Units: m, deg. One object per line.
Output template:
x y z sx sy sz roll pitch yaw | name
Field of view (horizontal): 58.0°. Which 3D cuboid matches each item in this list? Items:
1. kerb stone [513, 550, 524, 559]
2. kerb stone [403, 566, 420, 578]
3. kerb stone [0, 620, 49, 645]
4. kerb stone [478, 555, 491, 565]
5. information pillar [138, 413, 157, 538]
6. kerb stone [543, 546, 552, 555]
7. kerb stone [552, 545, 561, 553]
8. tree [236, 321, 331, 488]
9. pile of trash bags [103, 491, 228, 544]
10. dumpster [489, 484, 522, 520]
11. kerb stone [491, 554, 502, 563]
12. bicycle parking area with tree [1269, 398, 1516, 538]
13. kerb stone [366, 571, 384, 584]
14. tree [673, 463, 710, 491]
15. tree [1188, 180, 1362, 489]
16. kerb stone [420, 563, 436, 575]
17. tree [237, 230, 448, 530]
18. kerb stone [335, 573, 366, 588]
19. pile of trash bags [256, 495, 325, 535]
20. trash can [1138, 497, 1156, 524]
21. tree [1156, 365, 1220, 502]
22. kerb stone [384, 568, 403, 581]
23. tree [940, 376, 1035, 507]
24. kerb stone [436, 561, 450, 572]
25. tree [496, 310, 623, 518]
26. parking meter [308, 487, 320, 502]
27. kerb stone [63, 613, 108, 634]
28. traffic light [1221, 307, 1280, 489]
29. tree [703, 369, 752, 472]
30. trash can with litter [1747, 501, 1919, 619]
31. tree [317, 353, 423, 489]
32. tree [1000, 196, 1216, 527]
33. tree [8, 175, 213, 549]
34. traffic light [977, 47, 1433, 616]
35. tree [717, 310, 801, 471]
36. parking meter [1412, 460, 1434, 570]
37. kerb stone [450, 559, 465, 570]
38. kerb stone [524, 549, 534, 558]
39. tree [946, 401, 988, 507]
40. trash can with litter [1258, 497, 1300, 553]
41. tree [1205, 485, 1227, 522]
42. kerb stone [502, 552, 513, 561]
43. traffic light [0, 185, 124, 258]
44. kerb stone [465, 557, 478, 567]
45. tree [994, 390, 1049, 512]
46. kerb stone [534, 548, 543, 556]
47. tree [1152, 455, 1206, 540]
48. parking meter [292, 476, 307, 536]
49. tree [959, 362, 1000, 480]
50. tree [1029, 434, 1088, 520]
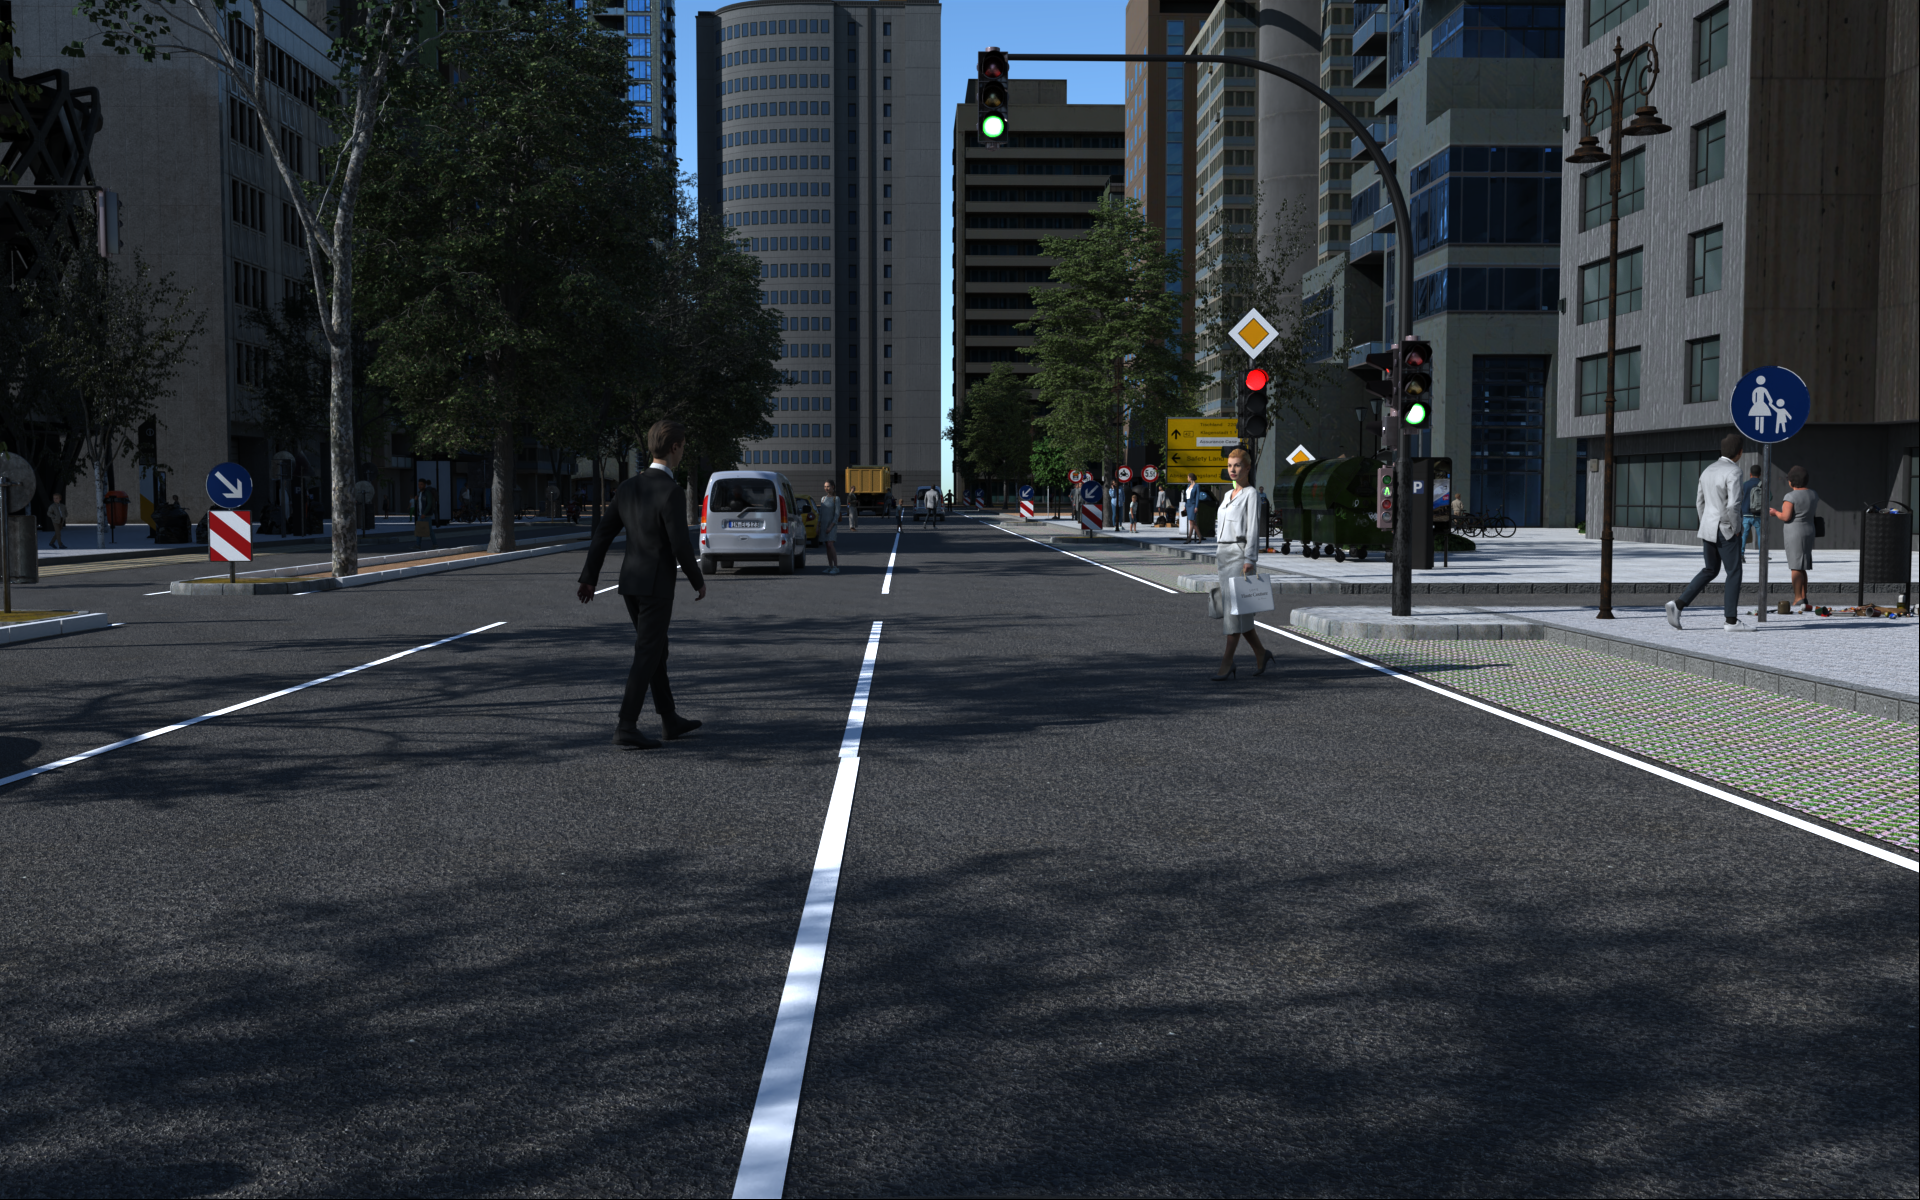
-9.849 -0.978 38.192 0.120 0.150 1.000 0 4 -2 | kerb stone
-9.595 -0.476 29.998 0.120 0.150 1.000 0 4 -2 | kerb stone
-9.210 0.309 17.150 0.120 0.150 1.000 0 4 -2 | kerb stone
-9.752 -0.791 35.120 0.120 0.150 1.000 0 4 -2 | kerb stone
-23.485 -3.596 50.149 0.504 3.616 0.183 -1 4 -11 | information pillar
-9.940 -1.166 41.263 0.120 0.150 1.000 0 4 -2 | kerb stone
-9.972 -1.229 42.286 0.120 0.150 1.000 0 4 -2 | kerb stone
-27.830 -7.450 72.166 4.360 8.622 3.978 0 3 0 | tree
-20.703 -2.179 45.377 3.447 1.369 1.912 0 4 1 | pile of trash bags
-22.259 -4.835 84.811 1.264 1.857 1.865 0 4 -2 | dumpster
-9.783 -0.853 36.145 0.120 0.150 1.000 0 4 -2 | kerb stone
13.007 -4.133 54.578 9.016 4.147 8.231 1 4 21 | bicycle parking area with tree
-9.544 -0.352 27.945 0.120 0.150 1.000 0 4 -2 | kerb stone
-23.291 -10.078 148.496 4.285 4.588 4.351 0 3 0 | tree
7.281 -5.590 41.757 4.360 8.622 3.978 0 3 0 | tree
-9.630 -0.540 31.021 0.120 0.150 1.000 0 4 -2 | kerb stone
-21.532 -7.767 61.401 7.601 10.594 8.767 0 4 -6 | tree
-9.497 -0.289 26.922 0.120 0.150 1.000 0 4 -2 | kerb stone
-21.242 -2.781 55.220 1.912 1.369 3.447 -2 4 -31 | pile of trash bags
7.911 -3.776 73.396 0.748 1.137 0.748 0 3 0 | trash can
12.768 -9.081 98.837 4.737 8.622 4.395 0 3 0 | tree
-9.565 -0.414 28.967 0.120 0.150 1.000 0 4 -2 | kerb stone
2.867 -15.289 166.988 9.611 12.733 9.660 0 3 0 | tree
-9.670 -0.603 32.051 0.120 0.150 1.000 0 4 -2 | kerb stone
-21.672 -10.212 92.729 9.928 11.665 9.643 0 3 0 | tree
-22.688 -3.207 60.844 0.372 1.533 0.369 0 3 0 | parking meter
-9.236 0.247 18.172 0.120 0.150 1.000 0 4 -2 | kerb stone
4.389 -2.279 26.176 0.839 4.253 0.868 0 4 -2 | traffic light
-12.154 -8.207 87.000 4.737 8.622 4.395 0 3 0 | tree
9.448 -0.456 18.515 2.233 1.210 1.678 0 4 0 | trash can with litter
-28.950 -8.144 83.511 4.737 8.622 4.395 0 3 0 | tree
5.837 -9.048 66.054 7.486 12.596 7.792 0 3 0 | tree
-20.038 -5.508 40.416 4.360 8.622 3.978 0 3 0 | tree
2.546 -2.650 17.990 4.771 5.953 1.251 0 4 -2 | traffic light
-22.193 -19.606 176.451 12.611 20.169 13.585 0 3 0 | tree
7.831 -1.454 29.492 0.399 1.863 0.255 3 5 41 | parking meter
-9.688 -0.665 33.073 0.120 0.150 1.000 0 4 -2 | kerb stone
-9.883 -1.039 39.217 0.120 0.150 1.000 0 4 -2 | kerb stone
2.725 -15.447 178.316 9.928 11.665 9.643 0 3 0 | tree
6.618 -1.660 38.205 1.678 1.210 2.233 -1 4 -14 | trash can with litter
11.414 -5.830 79.033 4.285 4.588 4.351 0 3 0 | tree
-9.817 -0.916 37.167 0.120 0.150 1.000 0 4 -2 | kerb stone
-14.874 -3.115 25.606 4.771 5.953 1.251 0 4 -2 | traffic light
-9.726 -0.725 34.099 0.120 0.150 1.000 0 4 -2 | kerb stone
4.141 -10.529 122.519 4.737 8.622 4.395 0 3 0 | tree
-9.904 -1.098 40.239 0.120 0.150 1.000 0 4 -2 | kerb stone
6.447 -3.288 48.363 1.663 3.219 1.824 0 3 0 | tree
-20.194 -2.891 52.975 0.399 1.863 0.255 -1 4 -12 | parking meter
3.776 -14.084 148.395 7.486 12.596 7.792 0 3 0 | tree
4.977 -6.357 87.651 4.285 4.588 4.351 0 3 0 | tree
